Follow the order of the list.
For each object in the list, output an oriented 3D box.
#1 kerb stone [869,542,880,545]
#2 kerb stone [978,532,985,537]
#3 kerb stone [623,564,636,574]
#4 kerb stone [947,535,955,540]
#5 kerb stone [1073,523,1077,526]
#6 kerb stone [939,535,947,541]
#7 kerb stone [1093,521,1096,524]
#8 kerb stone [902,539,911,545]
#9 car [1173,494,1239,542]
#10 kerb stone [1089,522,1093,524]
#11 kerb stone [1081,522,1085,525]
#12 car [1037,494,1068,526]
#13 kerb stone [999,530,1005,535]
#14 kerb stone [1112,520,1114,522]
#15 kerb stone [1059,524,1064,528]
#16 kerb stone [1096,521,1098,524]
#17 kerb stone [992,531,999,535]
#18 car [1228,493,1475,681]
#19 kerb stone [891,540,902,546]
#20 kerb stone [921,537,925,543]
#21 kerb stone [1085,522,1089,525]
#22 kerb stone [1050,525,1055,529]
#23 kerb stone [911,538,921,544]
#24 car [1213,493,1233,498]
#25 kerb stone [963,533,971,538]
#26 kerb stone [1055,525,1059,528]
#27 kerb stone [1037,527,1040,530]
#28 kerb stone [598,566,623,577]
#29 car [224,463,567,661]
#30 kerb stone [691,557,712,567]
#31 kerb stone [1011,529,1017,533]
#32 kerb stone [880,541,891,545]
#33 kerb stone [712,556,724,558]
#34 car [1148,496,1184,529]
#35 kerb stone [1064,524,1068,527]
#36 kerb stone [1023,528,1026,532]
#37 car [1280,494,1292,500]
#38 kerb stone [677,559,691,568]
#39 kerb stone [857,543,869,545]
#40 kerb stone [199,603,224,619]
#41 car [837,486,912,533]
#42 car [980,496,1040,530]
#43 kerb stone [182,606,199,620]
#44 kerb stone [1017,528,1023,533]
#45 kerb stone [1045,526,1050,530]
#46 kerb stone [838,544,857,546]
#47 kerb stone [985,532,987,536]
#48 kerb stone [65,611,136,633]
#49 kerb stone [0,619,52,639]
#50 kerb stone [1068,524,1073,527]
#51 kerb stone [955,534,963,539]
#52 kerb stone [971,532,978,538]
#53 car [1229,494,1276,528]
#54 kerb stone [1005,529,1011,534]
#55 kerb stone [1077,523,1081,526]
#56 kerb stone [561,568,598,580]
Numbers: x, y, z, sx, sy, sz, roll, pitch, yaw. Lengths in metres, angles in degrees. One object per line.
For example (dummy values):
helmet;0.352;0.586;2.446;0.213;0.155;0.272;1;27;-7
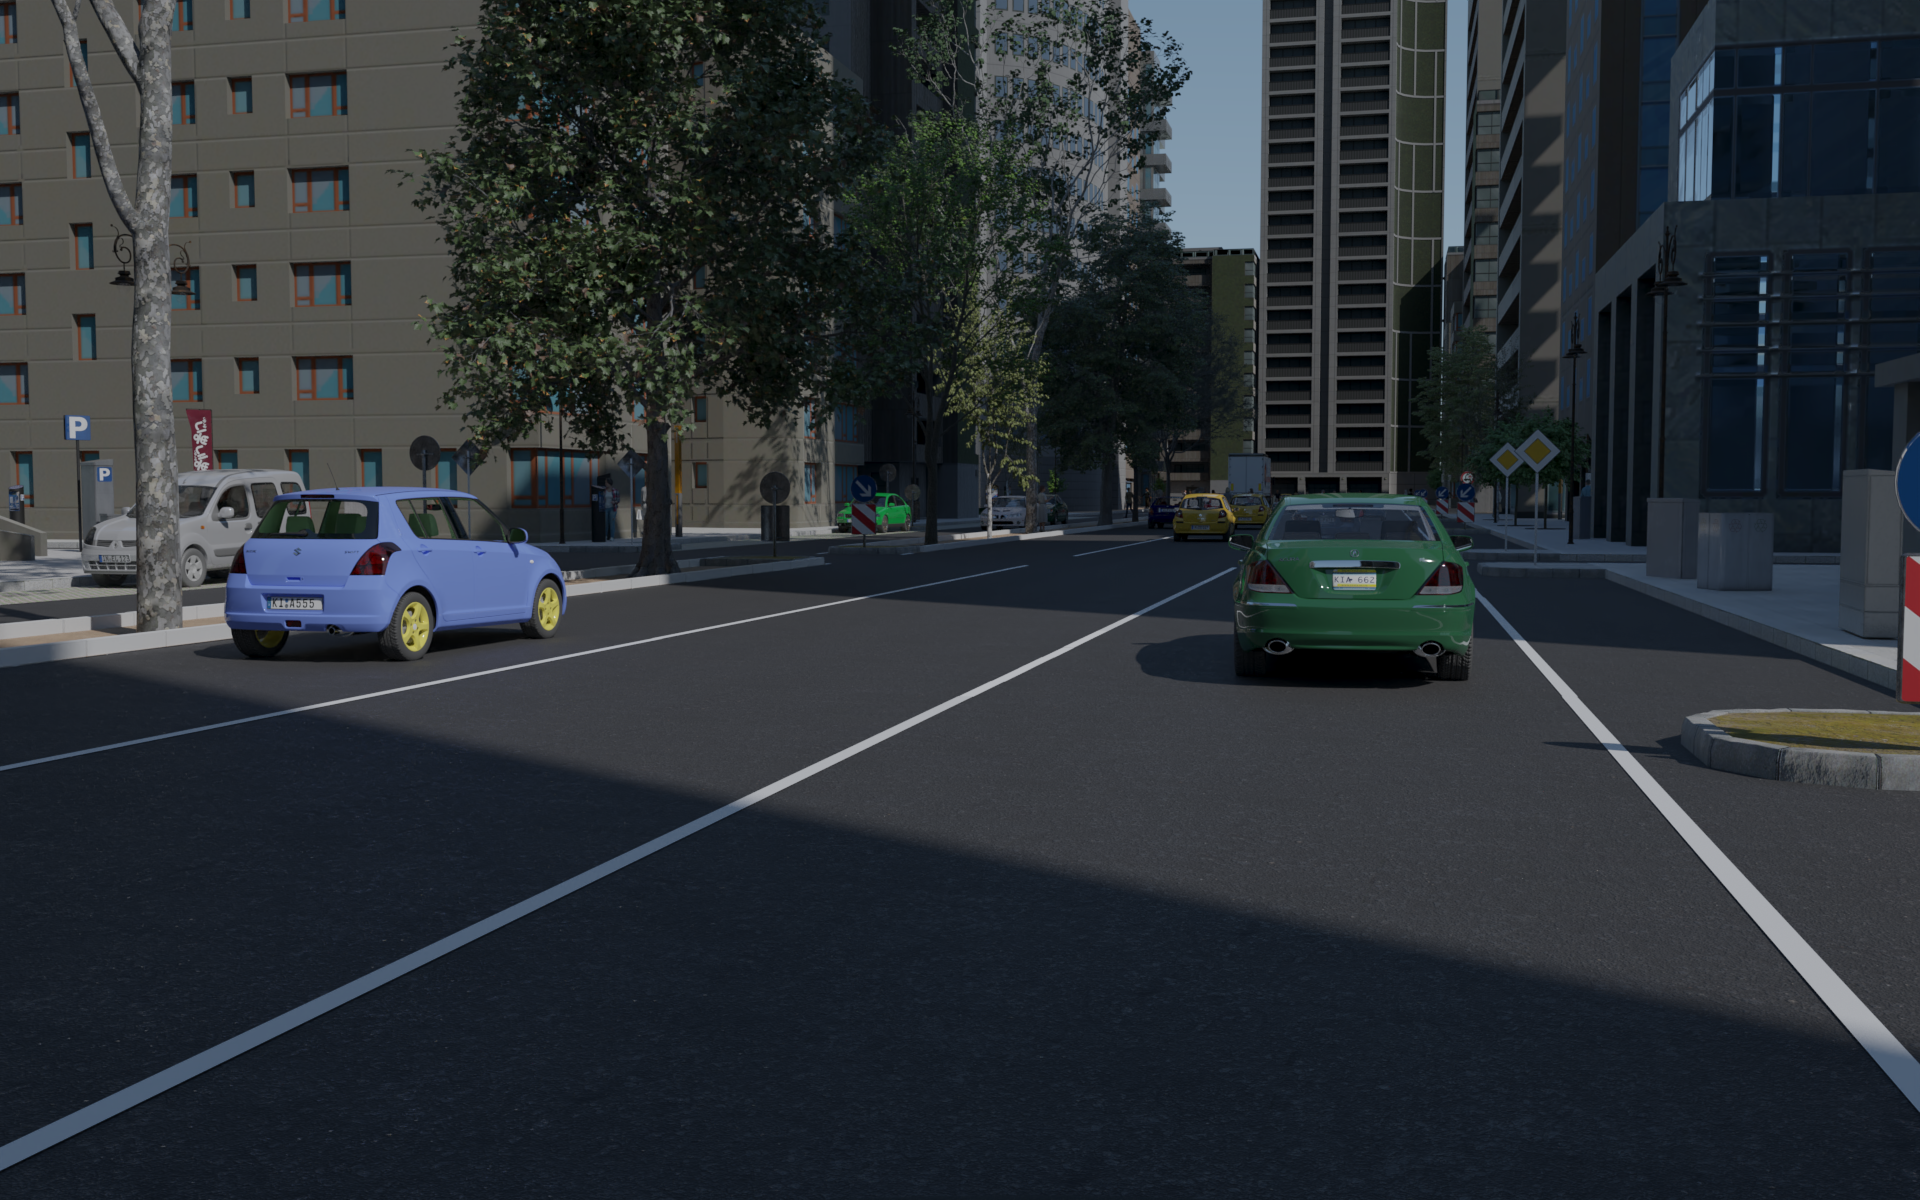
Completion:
kerb stone;-2.370;-1.429;45.631;0.120;0.150;1.000;1;4;14
kerb stone;0.591;-2.166;57.613;0.120;0.150;1.000;1;4;14
kerb stone;-5.942;-0.551;31.197;0.120;0.150;1.000;1;4;14
kerb stone;-0.397;-1.920;53.620;0.120;0.150;1.000;1;4;14
kerb stone;4.779;-3.203;74.566;0.120;0.150;1.000;1;4;14
kerb stone;-0.644;-1.861;52.619;0.120;0.150;1.000;1;4;14
kerb stone;6.004;-3.508;79.543;0.120;0.150;1.000;1;4;14
kerb stone;-1.634;-1.611;48.633;0.120;0.150;1.000;1;4;14
car;7.573;-2.645;53.477;2.015;1.641;3.980;1;4;12
kerb stone;5.759;-3.446;78.542;0.120;0.150;1.000;1;4;14
kerb stone;5.270;-3.319;76.551;0.120;0.150;1.000;1;4;14
car;3.754;-4.100;78.837;2.131;1.459;4.920;1;4;13
kerb stone;1.333;-2.346;60.599;0.120;0.150;1.000;1;4;14
kerb stone;7.235;-3.808;84.516;0.120;0.150;1.000;1;4;14
kerb stone;4.039;-3.020;71.575;0.120;0.150;1.000;1;4;14
kerb stone;6.248;-3.568;80.536;0.120;0.150;1.000;1;4;14
kerb stone;1.085;-2.285;59.607;0.120;0.150;1.000;1;4;14
car;3.347;-0.188;14.877;2.131;1.459;4.920;1;4;12
kerb stone;-1.870;-1.556;47.633;0.120;0.150;1.000;1;4;14
kerb stone;-1.133;-1.739;50.627;0.120;0.150;1.000;1;4;14
kerb stone;5.510;-3.385;77.544;0.120;0.150;1.000;1;4;14
kerb stone;3.546;-2.898;69.580;0.120;0.150;1.000;1;4;14
kerb stone;-1.386;-1.678;49.637;0.120;0.150;1.000;1;4;14
car;15.675;-5.792;103.737;2.155;1.783;4.494;1;4;14
kerb stone;0.082;-2.044;55.618;0.120;0.150;1.000;1;4;14
kerb stone;3.792;-2.959;70.577;0.120;0.150;1.000;1;4;14
kerb stone;3.051;-2.776;67.582;0.120;0.150;1.000;1;4;14
kerb stone;-6.184;-0.489;30.197;0.120;0.150;1.000;1;4;14
car;-5.147;-0.410;16.296;1.945;1.707;3.694;1;4;14
kerb stone;-5.198;-0.731;34.179;0.120;0.150;1.000;1;4;14
kerb stone;1.823;-2.469;62.594;0.120;0.150;1.000;1;4;14
kerb stone;-2.129;-1.495;46.634;0.120;0.150;1.000;1;4;14
kerb stone;-4.953;-0.794;35.177;0.120;0.150;1.000;1;4;14
car;8.966;-3.675;72.668;1.945;1.354;3.894;1;4;15
kerb stone;4.279;-3.081;72.575;0.120;0.150;1.000;1;4;14
kerb stone;2.310;-2.593;64.593;0.120;0.150;1.000;1;4;14
car;32.113;-9.816;170.717;2.015;1.641;3.980;1;4;13
kerb stone;-5.447;-0.672;33.182;0.120;0.150;1.000;1;4;14
kerb stone;-2.618;-1.372;44.630;0.120;0.150;1.000;1;4;14
kerb stone;-8.634;0.120;20.249;0.120;0.150;1.000;1;4;14
car;-3.170;-3.405;64.466;1.959;1.807;4.718;1;4;15
car;2.107;-3.567;70.687;2.083;1.381;4.827;1;4;13
kerb stone;-8.877;0.180;19.257;0.120;0.150;1.000;1;4;14
kerb stone;2.065;-2.532;63.589;0.120;0.150;1.000;1;4;14
kerb stone;3.301;-2.837;68.582;0.120;0.150;1.000;1;4;14
kerb stone;-2.865;-1.311;43.637;0.120;0.150;1.000;1;4;14
kerb stone;0.835;-2.227;58.605;0.120;0.150;1.000;1;4;14
kerb stone;-9.118;0.246;18.264;0.120;0.150;1.000;1;4;14
kerb stone;-9.374;0.301;17.273;0.120;0.150;1.000;1;4;14
kerb stone;4.526;-3.136;73.575;0.120;0.150;1.000;1;4;14
kerb stone;-0.149;-1.980;54.614;0.120;0.150;1.000;1;4;14
kerb stone;0.340;-2.105;56.611;0.120;0.150;1.000;1;4;14
car;11.911;-3.729;71.191;2.015;1.641;3.980;1;4;15
kerb stone;1.574;-2.410;61.601;0.120;0.150;1.000;1;4;14
kerb stone;5.019;-3.262;75.559;0.120;0.150;1.000;1;4;14
kerb stone;-6.428;-0.418;29.205;0.120;0.150;1.000;1;4;14
